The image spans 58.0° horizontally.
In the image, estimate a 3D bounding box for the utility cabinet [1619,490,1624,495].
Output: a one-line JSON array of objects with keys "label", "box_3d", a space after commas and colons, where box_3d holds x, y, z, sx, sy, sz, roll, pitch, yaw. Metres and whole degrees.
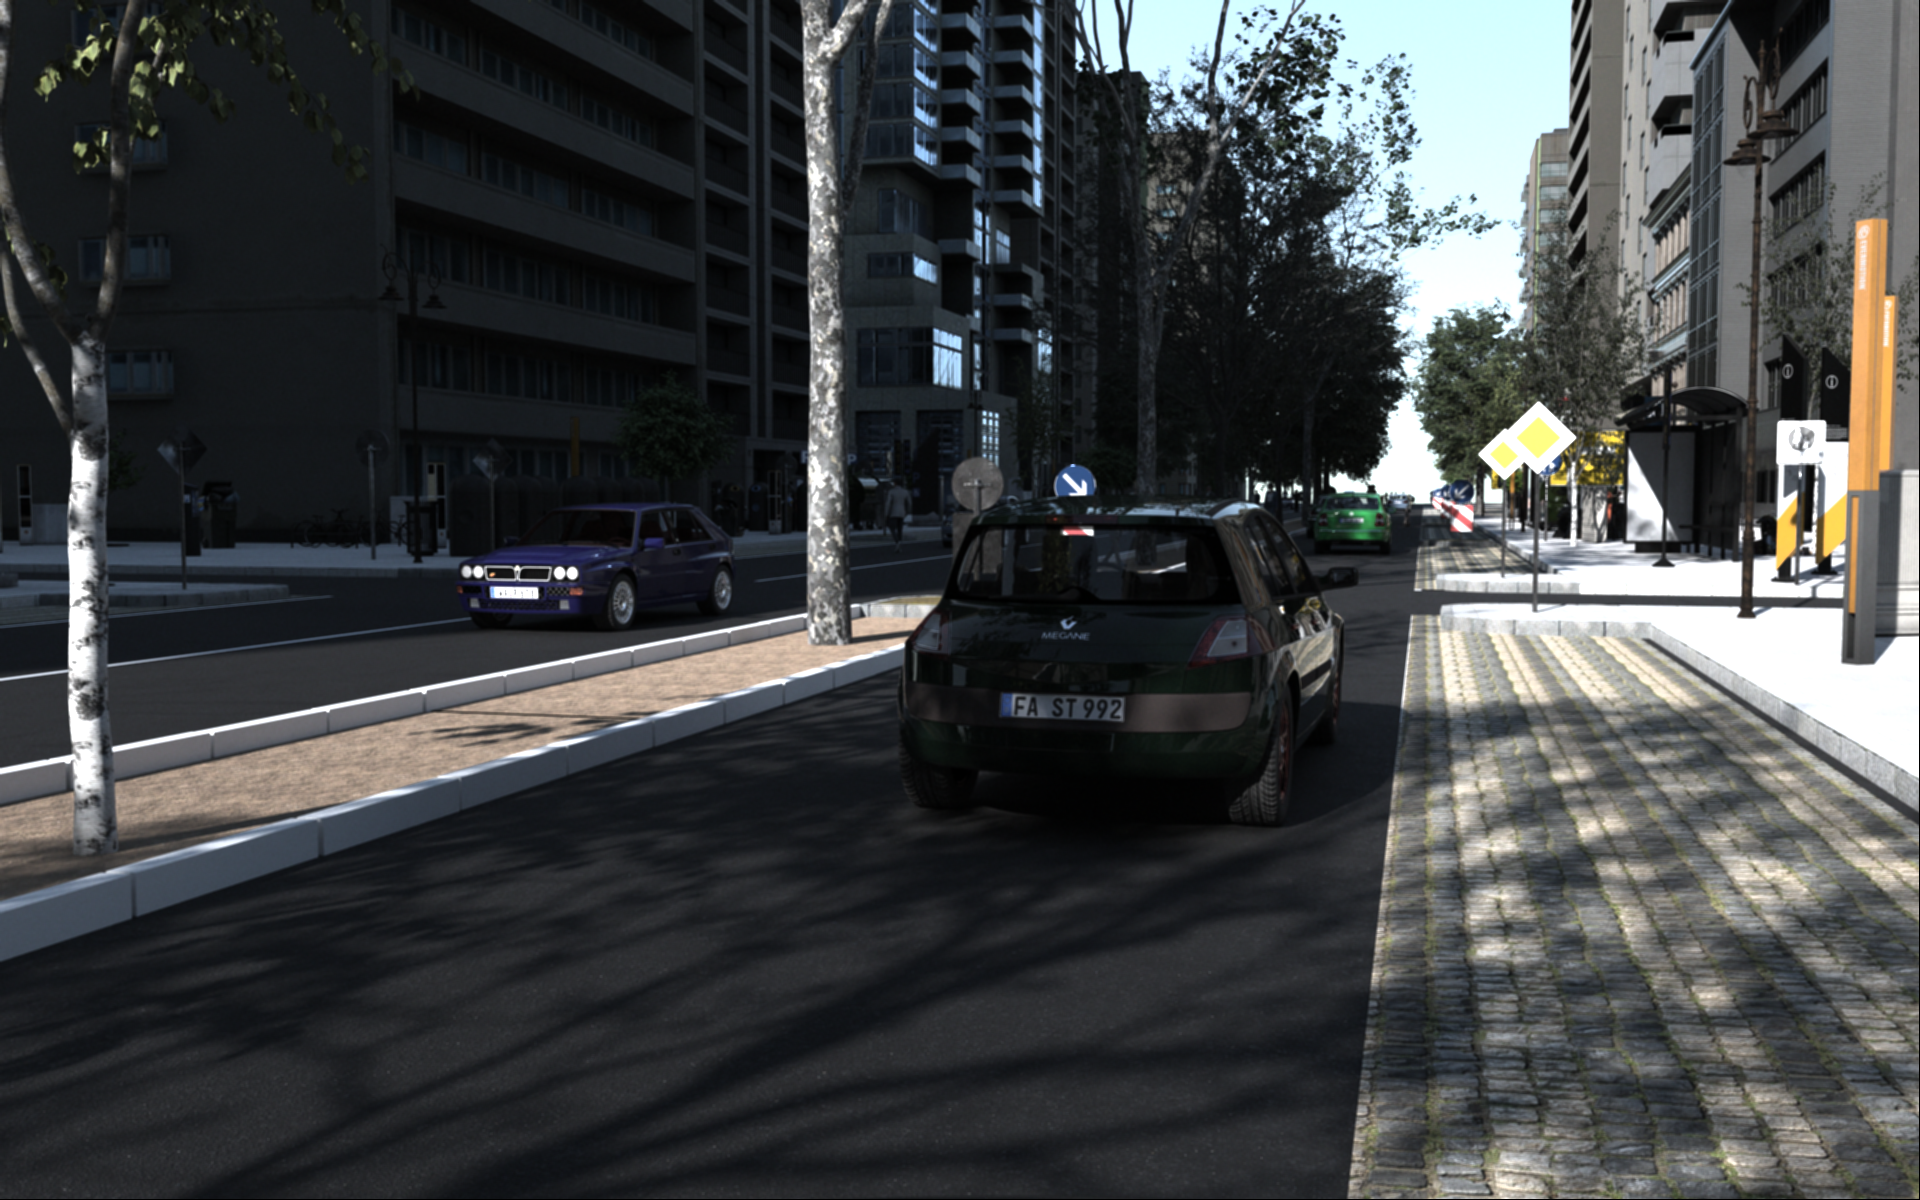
[{"label": "utility cabinet", "box_3d": [36.771, -5.384, 96.702, 1.173, 1.500, 0.318, -2, 4, -35]}]

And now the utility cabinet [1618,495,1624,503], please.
[{"label": "utility cabinet", "box_3d": [34.671, -4.895, 91.198, 1.020, 1.237, 0.306, 2, 4, 30]}]

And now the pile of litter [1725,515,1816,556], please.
[{"label": "pile of litter", "box_3d": [17.146, -1.384, 36.598, 1.176, 0.858, 1.719, -3, 5, -40]}]

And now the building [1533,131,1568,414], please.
[{"label": "building", "box_3d": [72.600, -31.400, 196.990, 14.154, 41.232, 14.086, 1, 4, 15]}]

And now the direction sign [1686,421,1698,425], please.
[{"label": "direction sign", "box_3d": [22.140, -3.691, 52.353, 0.379, 3.537, 0.876, 0, 4, -3]}]

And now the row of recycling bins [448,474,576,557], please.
[{"label": "row of recycling bins", "box_3d": [-9.637, -1.826, 36.971, 1.069, 1.692, 3.534, 1, 4, 18]}]

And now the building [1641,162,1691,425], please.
[{"label": "building", "box_3d": [40.428, -13.535, 85.918, 10.561, 19.102, 19.286, 1, 4, 15]}]

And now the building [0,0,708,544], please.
[{"label": "building", "box_3d": [-22.426, -26.436, 55.937, 21.300, 48.544, 21.600, 1, 4, 15]}]

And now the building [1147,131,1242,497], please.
[{"label": "building", "box_3d": [26.330, -37.431, 235.697, 21.300, 48.544, 21.600, 1, 4, 15]}]

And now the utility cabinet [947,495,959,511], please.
[{"label": "utility cabinet", "box_3d": [-0.164, -5.101, 94.564, 1.020, 1.237, 0.306, 1, 4, 13]}]

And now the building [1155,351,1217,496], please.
[{"label": "building", "box_3d": [15.998, -22.476, 212.528, 27.650, 21.520, 28.899, 1, 4, 15]}]

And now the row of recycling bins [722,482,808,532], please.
[{"label": "row of recycling bins", "box_3d": [-6.551, -3.223, 59.814, 3.534, 1.692, 1.069, 1, 4, 14]}]

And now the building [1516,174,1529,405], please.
[{"label": "building", "box_3d": [86.712, -37.460, 232.080, 23.786, 49.044, 30.456, 1, 4, 15]}]

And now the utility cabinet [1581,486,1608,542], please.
[{"label": "utility cabinet", "box_3d": [16.804, -2.276, 45.898, 0.318, 1.500, 1.173, 0, 4, 3]}]

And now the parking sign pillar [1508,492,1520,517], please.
[{"label": "parking sign pillar", "box_3d": [31.018, -6.581, 96.069, 1.447, 3.967, 1.447, 0, 4, 6]}]

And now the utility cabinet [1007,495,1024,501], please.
[{"label": "utility cabinet", "box_3d": [2.462, -4.119, 78.513, 0.306, 1.237, 1.020, -3, 4, -38]}]

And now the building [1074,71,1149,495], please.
[{"label": "building", "box_3d": [9.807, -29.410, 164.440, 14.154, 41.232, 14.086, 1, 4, 15]}]

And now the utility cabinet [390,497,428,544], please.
[{"label": "utility cabinet", "box_3d": [-14.122, -2.045, 44.594, 1.020, 1.237, 0.306, -1, 4, -10]}]

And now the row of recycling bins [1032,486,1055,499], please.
[{"label": "row of recycling bins", "box_3d": [4.559, -5.126, 90.918, 1.069, 1.692, 3.534, -1, 4, -13]}]

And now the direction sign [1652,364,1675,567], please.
[{"label": "direction sign", "box_3d": [12.440, -2.356, 30.518, 0.379, 3.537, 0.876, 2, 4, 28]}]

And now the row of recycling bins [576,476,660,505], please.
[{"label": "row of recycling bins", "box_3d": [-8.118, -2.047, 40.579, 1.069, 1.692, 3.534, 1, 4, 21]}]

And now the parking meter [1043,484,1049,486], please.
[{"label": "parking meter", "box_3d": [4.887, -5.650, 98.083, 0.399, 1.863, 0.255, 0, 4, 1]}]

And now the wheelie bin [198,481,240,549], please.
[{"label": "wheelie bin", "box_3d": [-17.467, -2.018, 40.904, 0.693, 1.594, 0.980, 3, 5, 41]}]

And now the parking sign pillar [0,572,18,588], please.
[{"label": "parking sign pillar", "box_3d": [-13.730, -2.150, 23.621, 1.447, 3.967, 1.447, -1, 4, -13]}]

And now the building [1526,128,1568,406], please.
[{"label": "building", "box_3d": [76.707, -34.319, 211.234, 14.600, 45.320, 14.200, 1, 4, 15]}]

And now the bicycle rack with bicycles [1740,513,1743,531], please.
[{"label": "bicycle rack with bicycles", "box_3d": [26.114, -2.898, 60.759, 2.852, 0.926, 2.925, -1, 4, -20]}]

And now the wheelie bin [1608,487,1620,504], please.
[{"label": "wheelie bin", "box_3d": [31.124, -4.586, 82.884, 0.693, 1.594, 0.980, -1, 4, -17]}]

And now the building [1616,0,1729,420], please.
[{"label": "building", "box_3d": [57.189, -31.771, 108.695, 28.713, 52.752, 27.495, 1, 4, 15]}]

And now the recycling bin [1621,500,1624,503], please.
[{"label": "recycling bin", "box_3d": [30.288, -4.011, 78.141, 0.722, 1.027, 0.722, 0, 4, 1]}]

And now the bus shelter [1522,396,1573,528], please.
[{"label": "bus shelter", "box_3d": [23.252, -5.557, 68.482, 2.179, 5.291, 8.768, 1, 4, 15]}]

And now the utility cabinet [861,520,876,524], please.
[{"label": "utility cabinet", "box_3d": [-4.294, -4.308, 79.110, 0.318, 1.500, 1.173, -2, 4, -35]}]

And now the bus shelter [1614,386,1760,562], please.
[{"label": "bus shelter", "box_3d": [14.591, -2.521, 35.139, 2.014, 3.302, 5.546, 1, 4, 15]}]

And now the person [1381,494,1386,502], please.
[{"label": "person", "box_3d": [48.679, -11.486, 199.554, 1.065, 1.426, 0.557, 1, 4, 15]}]

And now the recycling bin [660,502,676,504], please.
[{"label": "recycling bin", "box_3d": [-9.286, -2.519, 53.742, 0.722, 1.027, 0.722, 1, 4, 18]}]

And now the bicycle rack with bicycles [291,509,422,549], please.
[{"label": "bicycle rack with bicycles", "box_3d": [-14.917, -1.746, 41.928, 2.925, 0.926, 2.852, 1, 4, 16]}]

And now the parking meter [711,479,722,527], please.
[{"label": "parking meter", "box_3d": [-9.614, -3.832, 68.360, 0.255, 1.863, 0.399, 2, 4, 30]}]

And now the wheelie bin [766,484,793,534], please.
[{"label": "wheelie bin", "box_3d": [-5.828, -2.956, 56.242, 0.980, 1.594, 0.693, 1, 4, 17]}]

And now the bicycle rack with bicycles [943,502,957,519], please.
[{"label": "bicycle rack with bicycles", "box_3d": [-1.173, -4.198, 82.016, 2.852, 0.926, 2.925, 2, 4, 23]}]

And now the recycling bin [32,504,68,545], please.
[{"label": "recycling bin", "box_3d": [-23.237, -1.928, 44.079, 0.722, 1.027, 0.722, 1, 4, 19]}]

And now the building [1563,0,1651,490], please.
[{"label": "building", "box_3d": [59.106, -31.231, 134.320, 21.300, 48.544, 21.600, 1, 4, 15]}]

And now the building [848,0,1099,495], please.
[{"label": "building", "box_3d": [1.123, -43.382, 147.554, 20.563, 71.187, 20.611, 1, 4, 15]}]

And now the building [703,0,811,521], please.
[{"label": "building", "box_3d": [-16.207, -39.474, 83.659, 20.563, 71.187, 20.611, 1, 4, 15]}]

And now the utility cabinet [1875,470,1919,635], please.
[{"label": "utility cabinet", "box_3d": [8.675, -0.430, 15.714, 1.173, 1.500, 0.318, -1, 4, -11]}]

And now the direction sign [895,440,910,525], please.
[{"label": "direction sign", "box_3d": [-2.402, -4.908, 72.242, 0.876, 3.537, 0.379, 3, 5, 42]}]

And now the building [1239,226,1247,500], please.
[{"label": "building", "box_3d": [34.197, -34.797, 252.522, 14.154, 41.232, 14.086, 1, 4, 15]}]

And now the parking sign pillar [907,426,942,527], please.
[{"label": "parking sign pillar", "box_3d": [-1.361, -4.872, 68.133, 1.447, 3.967, 1.447, 2, 4, 33]}]

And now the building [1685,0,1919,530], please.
[{"label": "building", "box_3d": [35.471, -14.833, 61.580, 14.314, 24.678, 30.058, 1, 4, 15]}]

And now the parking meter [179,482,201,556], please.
[{"label": "parking meter", "box_3d": [-15.926, -1.677, 35.832, 0.372, 1.533, 0.369, 0, 3, 0]}]

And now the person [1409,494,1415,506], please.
[{"label": "person", "box_3d": [53.271, -11.784, 204.355, 0.799, 1.438, 0.628, 1, 4, 15]}]

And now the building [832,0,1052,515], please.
[{"label": "building", "box_3d": [-5.623, -49.514, 122.225, 22.319, 86.520, 31.000, 1, 4, 15]}]
